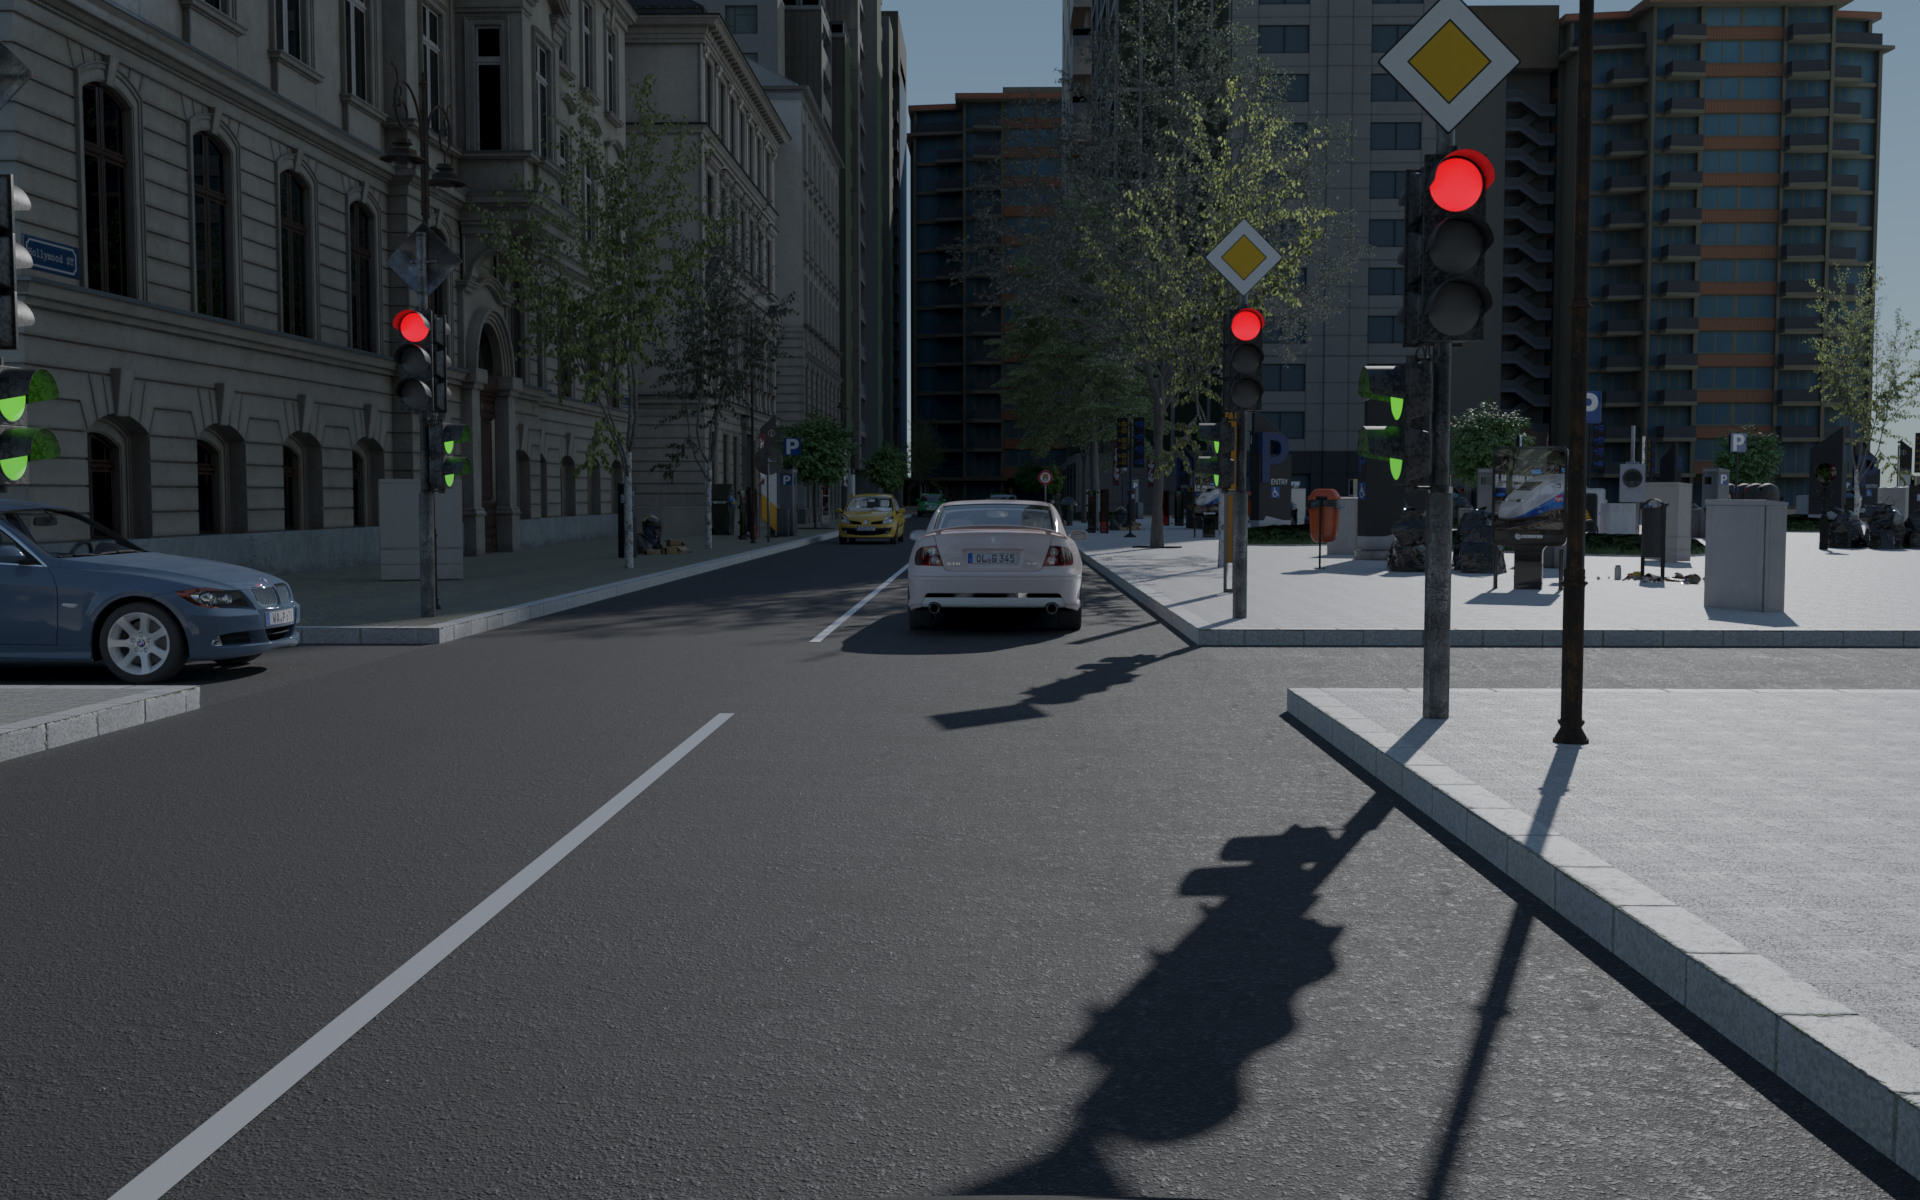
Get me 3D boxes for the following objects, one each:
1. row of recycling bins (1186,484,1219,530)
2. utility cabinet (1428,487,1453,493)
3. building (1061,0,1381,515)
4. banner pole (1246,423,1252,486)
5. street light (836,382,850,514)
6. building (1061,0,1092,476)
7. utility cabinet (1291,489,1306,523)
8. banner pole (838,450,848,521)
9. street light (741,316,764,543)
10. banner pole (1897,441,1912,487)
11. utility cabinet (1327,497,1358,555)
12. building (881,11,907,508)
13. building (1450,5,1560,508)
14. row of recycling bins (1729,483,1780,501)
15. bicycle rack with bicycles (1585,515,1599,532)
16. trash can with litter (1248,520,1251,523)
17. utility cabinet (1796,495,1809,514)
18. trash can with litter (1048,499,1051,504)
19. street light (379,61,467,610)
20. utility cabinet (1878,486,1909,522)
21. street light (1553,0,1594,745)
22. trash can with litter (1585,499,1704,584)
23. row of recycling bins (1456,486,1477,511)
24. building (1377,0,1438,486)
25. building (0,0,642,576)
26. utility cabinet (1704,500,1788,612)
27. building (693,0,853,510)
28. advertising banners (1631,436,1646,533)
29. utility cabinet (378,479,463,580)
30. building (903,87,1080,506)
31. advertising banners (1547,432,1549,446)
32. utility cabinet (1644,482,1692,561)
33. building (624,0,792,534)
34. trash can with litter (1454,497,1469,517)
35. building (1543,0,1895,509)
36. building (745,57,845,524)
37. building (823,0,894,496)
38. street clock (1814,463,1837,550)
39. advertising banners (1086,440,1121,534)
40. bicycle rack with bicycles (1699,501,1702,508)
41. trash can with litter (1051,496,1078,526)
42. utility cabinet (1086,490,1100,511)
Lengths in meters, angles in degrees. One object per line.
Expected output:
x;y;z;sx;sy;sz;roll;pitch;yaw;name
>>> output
9.188;-3.446;63.451;1.069;1.692;3.534;-1;4;-11;row of recycling bins
13.571;-2.521;49.894;1.173;1.500;0.318;3;4;38;utility cabinet
18.252;-42.171;127.748;20.563;71.187;20.611;0;4;1;building
10.132;-4.296;60.256;0.863;3.779;0.401;1;4;22;banner pole
-4.857;-6.053;71.755;0.468;5.910;1.993;0;4;1;street light
22.824;-34.434;152.231;28.713;52.752;27.495;0;4;1;building
13.756;-3.820;71.131;0.318;1.500;1.173;3;5;40;utility cabinet
-5.184;-5.263;76.063;0.401;3.779;0.863;3;4;36;banner pole
-5.392;-4.416;44.983;0.468;5.910;1.993;0;4;1;street light
44.265;-5.586;81.342;0.863;3.779;0.401;0;4;-1;banner pole
8.303;-1.558;36.632;1.020;1.237;0.306;2;4;25;utility cabinet
-12.335;-31.157;159.532;14.200;45.320;14.600;0;4;1;building
44.646;-31.047;157.732;14.200;45.320;14.600;0;4;1;building
31.181;-3.754;68.489;1.069;1.692;3.534;0;4;-6;row of recycling bins
14.976;-1.902;44.482;2.925;0.926;2.852;0;4;-5;bicycle rack with bicycles
12.697;-3.965;75.882;2.233;1.210;1.678;1;4;20;trash can with litter
40.452;-4.375;82.700;0.306;1.237;1.020;-2;4;-29;utility cabinet
4.655;-4.767;89.324;0.624;1.170;1.055;-3;4;-37;trash can with litter
-5.878;-2.835;19.133;0.468;5.910;1.993;0;4;1;street light
27.360;-2.570;50.691;0.318;1.500;1.173;-1;4;-9;utility cabinet
3.158;-2.201;8.775;0.468;5.910;1.993;0;4;1;street light
10.288;-0.874;25.354;1.678;1.210;2.233;-1;4;-12;trash can with litter
23.734;-4.680;83.636;3.534;1.692;1.069;0;4;-2;row of recycling bins
17.343;-40.914;107.190;20.563;71.187;20.611;0;4;1;building
-15.682;-13.303;36.594;14.460;24.649;34.723;0;4;1;building
8.730;-0.495;19.263;0.306;1.237;1.020;-1;4;-13;utility cabinet
-13.852;-20.148;101.126;14.160;30.474;14.107;0;4;1;building
20.257;-3.398;51.745;0.090;3.025;2.074;2;4;32;advertising banners
-8.004;-1.041;25.707;1.173;1.500;0.318;-1;4;-20;utility cabinet
7.201;-32.701;189.292;28.867;44.769;22.147;0;4;1;building
16.790;-3.268;49.622;0.090;3.025;2.074;1;4;17;advertising banners
13.479;-1.487;32.984;0.318;1.500;1.173;0;4;-8;utility cabinet
-12.574;-12.203;64.150;10.561;19.102;19.286;0;4;1;building
20.186;-3.558;69.555;0.624;1.170;1.055;0;4;8;trash can with litter
66.114;-30.564;154.347;28.867;44.769;22.147;0;4;1;building
-11.131;-14.291;82.808;9.793;20.994;18.267;0;4;1;building
-12.957;-28.161;144.029;14.154;41.232;14.086;0;4;1;building
19.930;-2.162;39.921;0.471;2.002;0.358;2;4;25;street clock
4.700;-3.689;56.509;0.090;3.025;2.074;-2;4;-28;advertising banners
38.705;-4.546;87.710;2.852;0.926;2.925;2;4;33;bicycle rack with bicycles
4.260;-3.557;69.542;0.624;1.170;1.055;2;4;25;trash can with litter
6.646;-4.710;85.689;1.173;1.500;0.318;0;4;-4;utility cabinet
